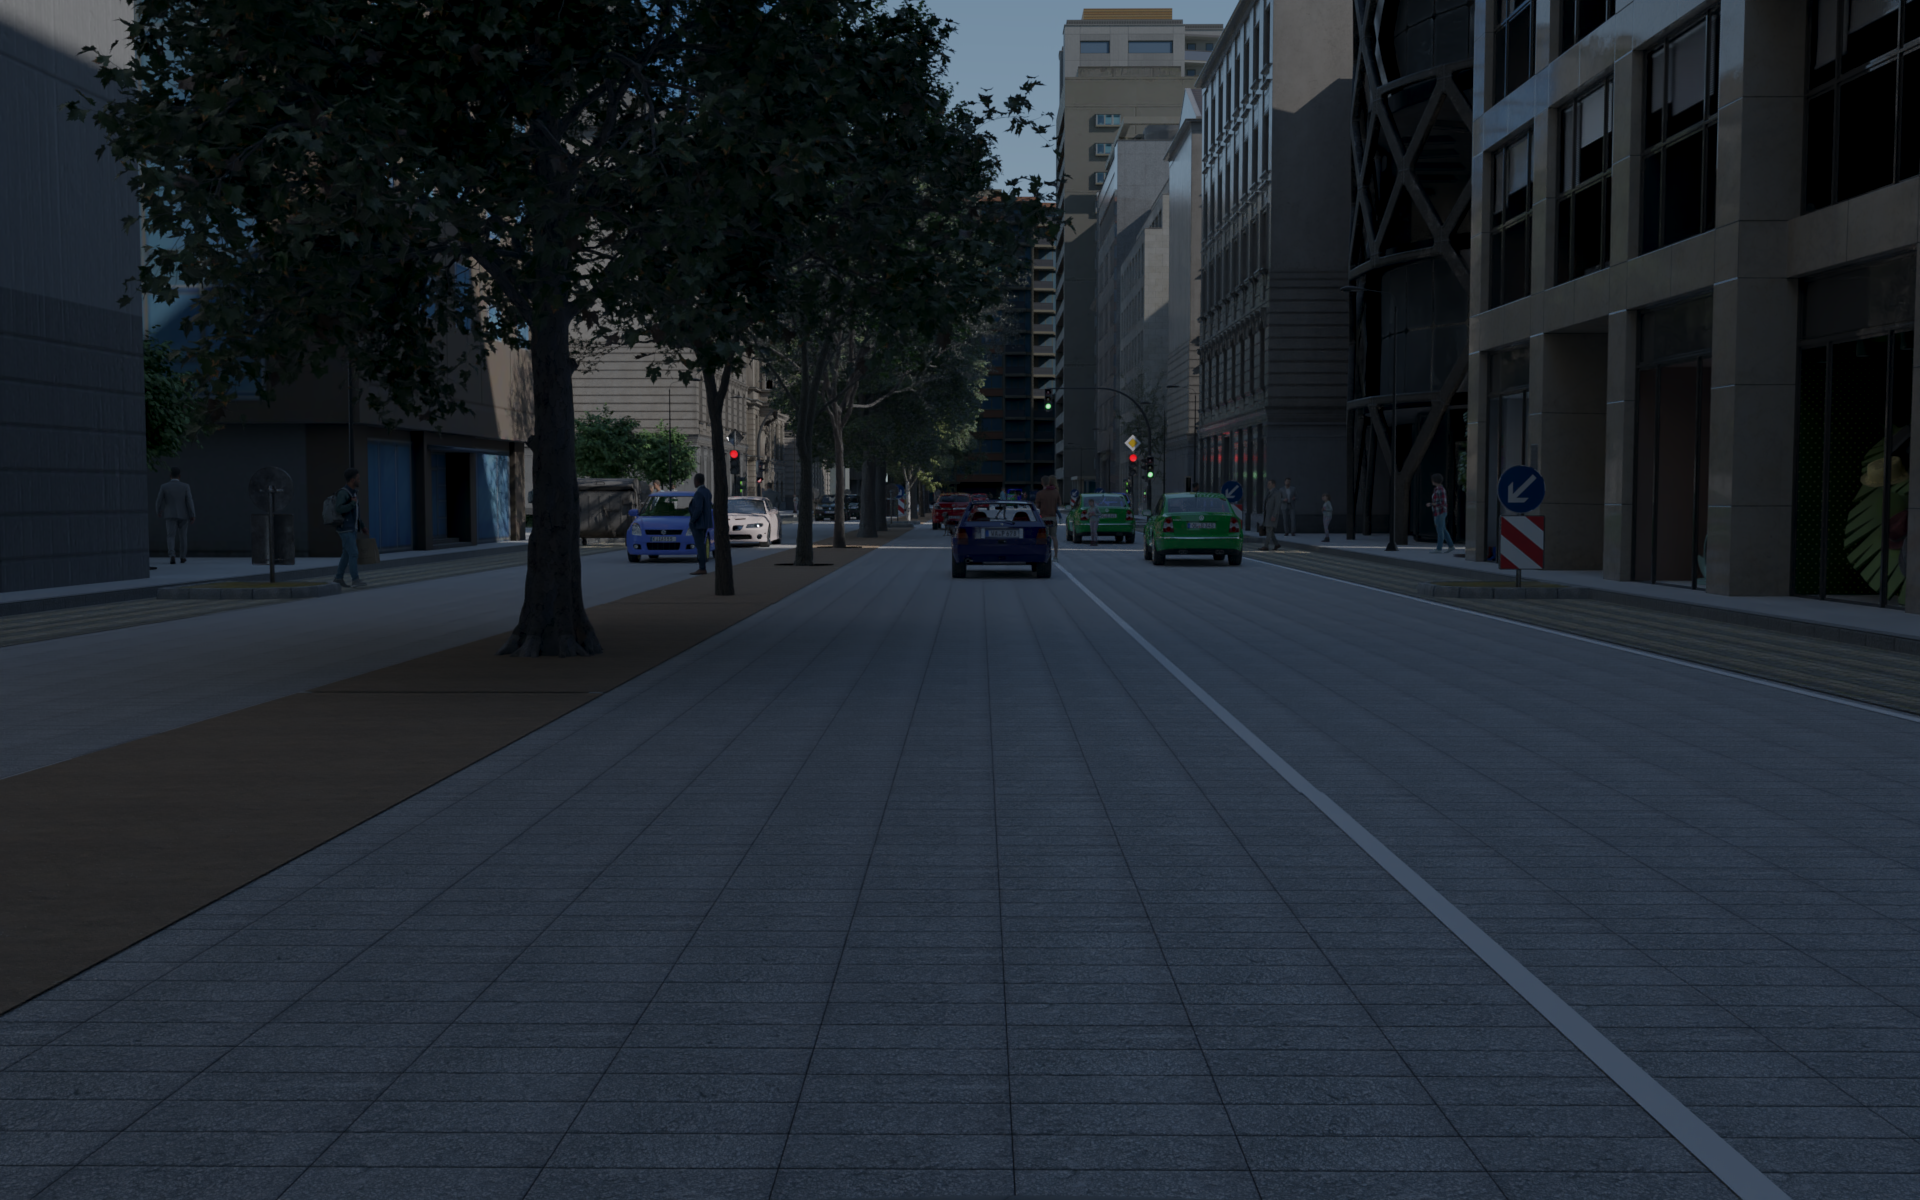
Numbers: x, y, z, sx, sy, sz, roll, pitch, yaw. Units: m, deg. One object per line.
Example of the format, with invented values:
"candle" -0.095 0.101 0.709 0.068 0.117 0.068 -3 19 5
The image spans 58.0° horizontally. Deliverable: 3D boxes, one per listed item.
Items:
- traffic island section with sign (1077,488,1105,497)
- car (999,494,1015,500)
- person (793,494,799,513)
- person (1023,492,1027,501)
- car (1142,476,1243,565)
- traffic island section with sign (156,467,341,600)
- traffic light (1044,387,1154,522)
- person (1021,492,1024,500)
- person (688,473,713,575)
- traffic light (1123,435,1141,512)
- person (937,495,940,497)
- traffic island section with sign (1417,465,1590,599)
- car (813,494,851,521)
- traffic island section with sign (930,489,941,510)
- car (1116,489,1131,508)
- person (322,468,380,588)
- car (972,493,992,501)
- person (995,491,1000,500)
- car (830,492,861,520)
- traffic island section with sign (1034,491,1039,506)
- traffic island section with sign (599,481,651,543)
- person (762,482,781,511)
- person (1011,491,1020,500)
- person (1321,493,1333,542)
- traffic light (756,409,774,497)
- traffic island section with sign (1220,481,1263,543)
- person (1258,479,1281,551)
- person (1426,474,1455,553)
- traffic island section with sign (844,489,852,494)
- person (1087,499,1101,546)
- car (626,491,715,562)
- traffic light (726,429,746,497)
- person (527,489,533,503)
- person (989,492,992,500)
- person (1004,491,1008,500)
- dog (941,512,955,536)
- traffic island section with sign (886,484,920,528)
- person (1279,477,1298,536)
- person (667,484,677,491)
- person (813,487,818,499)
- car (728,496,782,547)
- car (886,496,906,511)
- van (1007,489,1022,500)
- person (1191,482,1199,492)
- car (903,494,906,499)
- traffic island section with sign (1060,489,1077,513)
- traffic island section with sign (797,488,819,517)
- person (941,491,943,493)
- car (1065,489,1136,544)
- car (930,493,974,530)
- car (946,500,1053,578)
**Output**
"traffic island section with sign" 8.445 -5.994 106.634 1.989 1.847 2.006 0 4 1
"car" 4.914 -10.258 176.517 1.959 1.807 4.718 0 4 -1
"person" -10.962 -6.434 115.518 0.425 1.301 0.394 1 4 18
"person" 6.466 -9.847 170.961 0.593 1.643 0.415 3 5 41
"car" 4.818 -1.673 36.155 1.959 1.807 4.718 0 4 2
"traffic island section with sign" -9.861 -0.960 24.319 1.989 1.847 2.006 0 4 1
"traffic light" 5.963 -6.064 73.820 4.771 5.953 1.251 0 4 1
"person" 7.204 -11.770 201.735 0.445 1.727 0.742 -1 4 -10
"person" -4.602 -1.350 30.756 0.419 1.800 0.721 0 4 3
"traffic light" 8.142 -5.688 81.923 0.839 4.253 0.868 0 4 1
"person" -2.399 -11.475 197.049 0.756 1.711 0.436 -3 5 -44
"traffic island section with sign" 7.568 -0.967 24.435 1.989 1.847 2.006 0 4 1
"car" -6.803 -5.073 92.722 2.009 1.686 4.222 0 4 0
"traffic island section with sign" -2.101 -9.102 156.951 2.006 1.907 1.989 0 4 1
"car" 8.107 -4.965 90.769 1.945 1.707 3.694 0 4 1
"person" -9.213 -1.086 26.247 0.713 1.824 0.794 1 4 14
"car" 1.734 -8.825 153.327 2.155 1.783 4.494 0 4 1
"person" 5.212 -13.459 228.691 1.348 1.807 0.705 2 4 27
"car" -6.312 -5.356 97.355 2.009 1.686 4.222 0 4 3
"traffic island section with sign" 9.583 -12.376 210.982 1.989 1.847 2.006 0 4 1
"traffic island section with sign" -9.557 -2.623 51.513 1.989 1.847 2.006 0 4 1
"person" -6.044 -2.861 55.373 0.635 1.810 0.391 -2 4 -28
"person" 5.423 -9.739 168.454 1.217 1.735 0.721 -3 5 -44
"person" 9.793 -2.202 46.320 0.394 1.301 0.425 -2 4 -31
"traffic light" -7.426 -6.571 82.110 4.771 5.953 1.251 0 4 1
"traffic island section with sign" 7.855 -2.618 51.438 1.989 1.847 2.006 0 4 1
"person" 7.830 -2.152 43.784 0.767 1.812 0.694 -1 4 -17
"person" 10.407 -1.870 37.451 0.643 1.720 0.563 1 4 12
"traffic island section with sign" -8.673 -7.673 134.084 1.989 1.847 2.006 0 4 1
"person" 3.694 -2.146 47.860 0.425 1.301 0.394 1 4 16
"car" -6.136 -1.707 37.507 1.945 1.707 3.694 0 4 -1
"traffic light" -9.605 -5.211 74.113 0.839 4.253 0.868 0 4 1
"person" -15.148 -3.449 62.421 0.713 1.824 0.794 2 4 29
"person" 3.904 -13.335 227.249 0.721 1.735 1.217 -2 4 -33
"person" 4.266 -9.377 162.725 0.541 1.710 0.530 -3 5 -39
"dog" -0.237 -2.613 59.564 0.800 0.831 0.513 0 4 4
"traffic island section with sign" -2.903 -4.506 81.817 2.006 1.907 1.989 0 4 1
"person" 10.028 -2.853 52.895 0.606 1.804 0.583 0 4 2
"person" -13.482 -4.599 81.418 0.511 1.800 0.466 -3 5 -40
"person" -10.939 -7.633 130.937 0.391 1.810 0.635 -3 5 -43
"car" -6.049 -2.192 48.197 2.083 1.381 4.827 0 4 0
"car" -5.302 -8.047 141.785 2.015 1.641 3.980 0 4 2
"van" 6.740 -12.900 215.303 2.240 2.365 5.245 0 4 -1
"person" 7.888 -3.032 58.062 0.794 1.824 0.713 -3 5 -43
"car" -5.045 -9.305 160.940 1.959 1.807 4.718 0 3 0
"traffic island section with sign" 8.760 -7.690 134.359 1.989 1.847 2.006 0 4 1
"traffic island section with sign" -8.961 -6.006 106.831 1.989 1.847 2.006 0 4 1
"person" -1.803 -10.649 183.325 1.217 1.735 0.721 2 4 35
"car" 4.143 -2.610 51.476 1.959 1.807 4.718 0 4 -1
"car" -0.169 -3.786 70.934 2.155 1.783 4.494 0 4 2
"car" 0.717 -1.121 30.903 1.945 1.354 3.894 0 4 0
